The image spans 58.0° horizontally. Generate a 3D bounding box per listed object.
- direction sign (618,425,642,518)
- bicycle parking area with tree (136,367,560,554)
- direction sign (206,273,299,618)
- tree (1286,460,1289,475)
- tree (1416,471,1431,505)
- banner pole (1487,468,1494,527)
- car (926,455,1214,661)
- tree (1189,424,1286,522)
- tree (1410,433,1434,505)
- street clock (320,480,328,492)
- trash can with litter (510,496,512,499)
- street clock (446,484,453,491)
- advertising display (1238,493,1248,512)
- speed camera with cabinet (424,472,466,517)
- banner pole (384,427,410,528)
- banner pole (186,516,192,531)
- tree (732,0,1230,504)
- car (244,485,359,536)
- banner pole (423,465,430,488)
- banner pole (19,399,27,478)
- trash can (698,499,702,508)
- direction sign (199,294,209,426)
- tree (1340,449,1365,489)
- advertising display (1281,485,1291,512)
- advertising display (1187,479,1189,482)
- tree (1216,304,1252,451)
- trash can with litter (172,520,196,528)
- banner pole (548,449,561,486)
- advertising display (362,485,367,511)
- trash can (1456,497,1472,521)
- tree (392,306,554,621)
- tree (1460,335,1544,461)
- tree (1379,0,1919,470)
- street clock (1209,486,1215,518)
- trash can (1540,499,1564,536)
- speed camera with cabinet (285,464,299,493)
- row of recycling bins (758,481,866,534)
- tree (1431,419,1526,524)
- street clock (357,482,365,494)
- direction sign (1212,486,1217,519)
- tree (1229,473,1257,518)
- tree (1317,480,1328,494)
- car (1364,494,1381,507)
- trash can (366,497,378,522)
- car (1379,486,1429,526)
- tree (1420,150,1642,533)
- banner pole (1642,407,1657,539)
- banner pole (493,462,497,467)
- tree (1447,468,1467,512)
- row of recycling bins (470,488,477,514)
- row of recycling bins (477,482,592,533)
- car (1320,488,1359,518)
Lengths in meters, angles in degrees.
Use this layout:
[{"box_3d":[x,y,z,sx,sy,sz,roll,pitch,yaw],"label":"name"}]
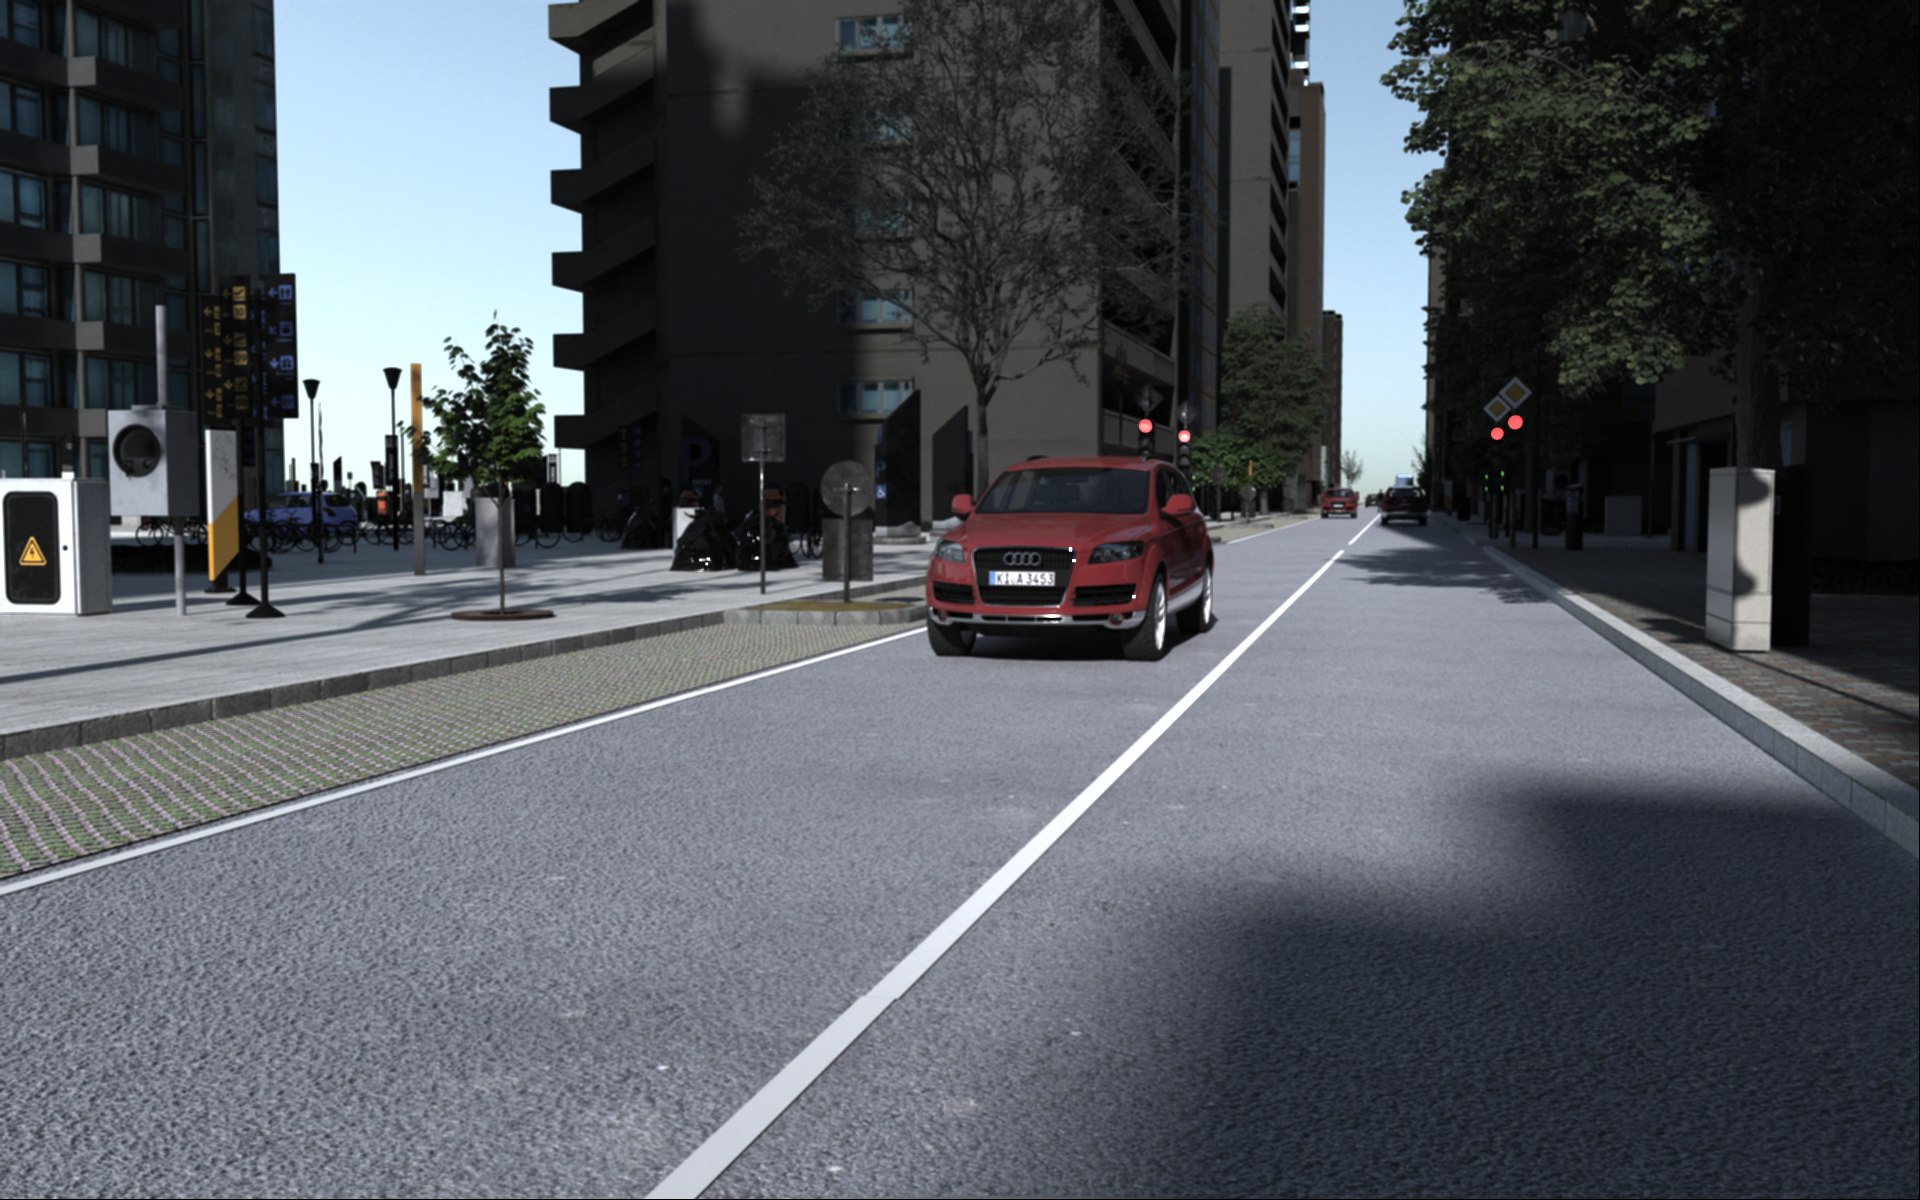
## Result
[{"box_3d":[-10.834,-3.970,56.903,0.876,3.537,0.379,1,4,21],"label":"direction sign"},{"box_3d":[-14.689,-3.324,41.356,9.016,4.147,8.231,-2,4,-27],"label":"bicycle parking area with tree"},{"box_3d":[-7.243,-1.587,17.949,0.876,3.537,0.379,1,4,13],"label":"direction sign"},{"box_3d":[18.313,-7.449,105.497,4.285,4.588,4.351,0,3,0],"label":"tree"},{"box_3d":[57.054,-13.875,210.571,4.285,4.588,4.351,0,3,0],"label":"tree"},{"box_3d":[20.860,-4.754,67.744,0.401,3.779,0.863,1,4,14],"label":"banner pole"},{"box_3d":[1.201,-0.491,16.696,2.281,1.827,5.304,1,4,15],"label":"car"},{"box_3d":[12.120,-5.952,81.036,4.285,4.588,4.351,0,3,0],"label":"tree"},{"box_3d":[55.017,-15.430,202.640,4.360,8.622,3.978,0,3,0],"label":"tree"},{"box_3d":[-32.436,-5.125,88.362,0.358,2.002,0.471,0,4,4],"label":"street clock"},{"box_3d":[-29.514,-6.251,113.259,2.233,1.210,1.678,-1,4,-9],"label":"trash can with litter"},{"box_3d":[-37.320,-7.471,126.726,0.358,2.002,0.471,3,5,43],"label":"street clock"},{"box_3d":[20.133,-7.183,122.654,0.974,1.923,0.123,3,4,39],"label":"advertising display"},{"box_3d":[-28.484,-6.185,95.455,2.038,3.252,0.660,-3,4,-37],"label":"speed camera with cabinet"},{"box_3d":[-21.038,-4.567,64.694,0.863,3.779,0.401,-2,4,-31],"label":"banner pole"},{"box_3d":[-26.732,-4.280,59.995,0.401,3.779,0.863,-1,4,-11],"label":"banner pole"},{"box_3d":[0.502,-7.695,36.176,12.009,13.543,11.850,0,3,0],"label":"tree"},{"box_3d":[-20.455,-2.674,53.309,3.694,1.707,1.945,1,4,13],"label":"car"},{"box_3d":[-27.403,-6.008,88.255,0.863,3.779,0.401,0,4,1],"label":"banner pole"},{"box_3d":[-24.888,-3.430,46.096,0.401,3.779,0.863,-1,4,-22],"label":"banner pole"},{"box_3d":[-8.649,-2.702,55.830,0.748,1.137,0.748,0,3,0],"label":"trash can"},{"box_3d":[-8.337,-1.715,20.042,0.379,3.537,0.876,3,4,36],"label":"direction sign"},{"box_3d":[62.919,-20.103,279.046,4.360,8.622,3.978,0,3,0],"label":"tree"},{"box_3d":[23.454,-7.297,124.527,0.974,1.923,0.123,-3,5,-41],"label":"advertising display"},{"box_3d":[8.613,-3.730,66.196,0.123,1.923,0.974,1,4,20],"label":"advertising display"},{"box_3d":[20.199,-12.719,114.610,9.857,13.997,8.962,0,3,0],"label":"tree"},{"box_3d":[-29.286,-3.290,65.180,0.624,1.170,1.055,1,4,19],"label":"trash can with litter"},{"box_3d":[-22.257,-6.444,95.383,0.863,3.779,0.401,-2,4,-26],"label":"banner pole"},{"box_3d":[-44.245,-7.521,128.187,0.123,1.923,0.974,1,4,13],"label":"advertising display"},{"box_3d":[24.154,-4.366,83.038,0.748,1.137,0.748,0,3,0],"label":"trash can"},{"box_3d":[-4.743,-1.434,18.049,1.663,3.219,1.824,0,3,0],"label":"tree"},{"box_3d":[25.231,-8.004,81.233,4.737,8.622,4.395,0,3,0],"label":"tree"},{"box_3d":[8.987,-6.873,19.023,9.857,13.997,8.962,0,3,0],"label":"tree"},{"box_3d":[13.276,-5.294,91.132,0.471,2.002,0.358,3,4,38],"label":"street clock"},{"box_3d":[18.271,-2.560,53.517,0.748,1.137,0.748,0,3,0],"label":"trash can"},{"box_3d":[-43.486,-7.347,114.451,2.038,3.252,0.660,1,4,10],"label":"speed camera with cabinet"},{"box_3d":[-4.838,-3.036,56.759,3.534,1.692,1.069,-1,4,-11],"label":"row of recycling bins"},{"box_3d":[22.506,-5.509,73.788,4.285,4.588,4.351,0,3,0],"label":"tree"},{"box_3d":[-35.149,-5.940,101.690,0.471,2.002,0.358,-1,4,-21],"label":"street clock"},{"box_3d":[13.091,-5.905,88.546,0.379,3.537,0.876,1,4,22],"label":"direction sign"},{"box_3d":[15.525,-6.138,94.959,1.663,3.219,1.824,0,3,0],"label":"tree"},{"box_3d":[41.348,-12.563,200.008,1.663,3.219,1.824,0,3,0],"label":"tree"},{"box_3d":[44.727,-10.854,187.244,2.009,1.686,4.222,1,4,14],"label":"car"},{"box_3d":[-27.328,-4.225,80.732,0.748,1.137,0.748,0,3,0],"label":"trash can"},{"box_3d":[20.570,-4.378,80.256,2.281,1.827,5.304,1,4,14],"label":"car"},{"box_3d":[19.081,-8.528,57.568,7.486,12.596,7.792,0,3,0],"label":"tree"},{"box_3d":[19.824,-3.645,49.608,0.401,3.779,0.863,1,4,16],"label":"banner pole"},{"box_3d":[-23.848,-5.976,87.718,0.863,3.779,0.401,-2,4,-27],"label":"banner pole"},{"box_3d":[35.034,-7.858,123.078,1.663,3.219,1.824,0,3,0],"label":"tree"},{"box_3d":[-25.937,-5.367,94.858,1.069,1.692,3.534,0,4,1],"label":"row of recycling bins"},{"box_3d":[-14.049,-3.087,57.586,3.534,1.692,1.069,-2,4,-24],"label":"row of recycling bins"},{"box_3d":[22.702,-5.806,103.603,2.281,1.827,5.304,1,4,14],"label":"car"}]
